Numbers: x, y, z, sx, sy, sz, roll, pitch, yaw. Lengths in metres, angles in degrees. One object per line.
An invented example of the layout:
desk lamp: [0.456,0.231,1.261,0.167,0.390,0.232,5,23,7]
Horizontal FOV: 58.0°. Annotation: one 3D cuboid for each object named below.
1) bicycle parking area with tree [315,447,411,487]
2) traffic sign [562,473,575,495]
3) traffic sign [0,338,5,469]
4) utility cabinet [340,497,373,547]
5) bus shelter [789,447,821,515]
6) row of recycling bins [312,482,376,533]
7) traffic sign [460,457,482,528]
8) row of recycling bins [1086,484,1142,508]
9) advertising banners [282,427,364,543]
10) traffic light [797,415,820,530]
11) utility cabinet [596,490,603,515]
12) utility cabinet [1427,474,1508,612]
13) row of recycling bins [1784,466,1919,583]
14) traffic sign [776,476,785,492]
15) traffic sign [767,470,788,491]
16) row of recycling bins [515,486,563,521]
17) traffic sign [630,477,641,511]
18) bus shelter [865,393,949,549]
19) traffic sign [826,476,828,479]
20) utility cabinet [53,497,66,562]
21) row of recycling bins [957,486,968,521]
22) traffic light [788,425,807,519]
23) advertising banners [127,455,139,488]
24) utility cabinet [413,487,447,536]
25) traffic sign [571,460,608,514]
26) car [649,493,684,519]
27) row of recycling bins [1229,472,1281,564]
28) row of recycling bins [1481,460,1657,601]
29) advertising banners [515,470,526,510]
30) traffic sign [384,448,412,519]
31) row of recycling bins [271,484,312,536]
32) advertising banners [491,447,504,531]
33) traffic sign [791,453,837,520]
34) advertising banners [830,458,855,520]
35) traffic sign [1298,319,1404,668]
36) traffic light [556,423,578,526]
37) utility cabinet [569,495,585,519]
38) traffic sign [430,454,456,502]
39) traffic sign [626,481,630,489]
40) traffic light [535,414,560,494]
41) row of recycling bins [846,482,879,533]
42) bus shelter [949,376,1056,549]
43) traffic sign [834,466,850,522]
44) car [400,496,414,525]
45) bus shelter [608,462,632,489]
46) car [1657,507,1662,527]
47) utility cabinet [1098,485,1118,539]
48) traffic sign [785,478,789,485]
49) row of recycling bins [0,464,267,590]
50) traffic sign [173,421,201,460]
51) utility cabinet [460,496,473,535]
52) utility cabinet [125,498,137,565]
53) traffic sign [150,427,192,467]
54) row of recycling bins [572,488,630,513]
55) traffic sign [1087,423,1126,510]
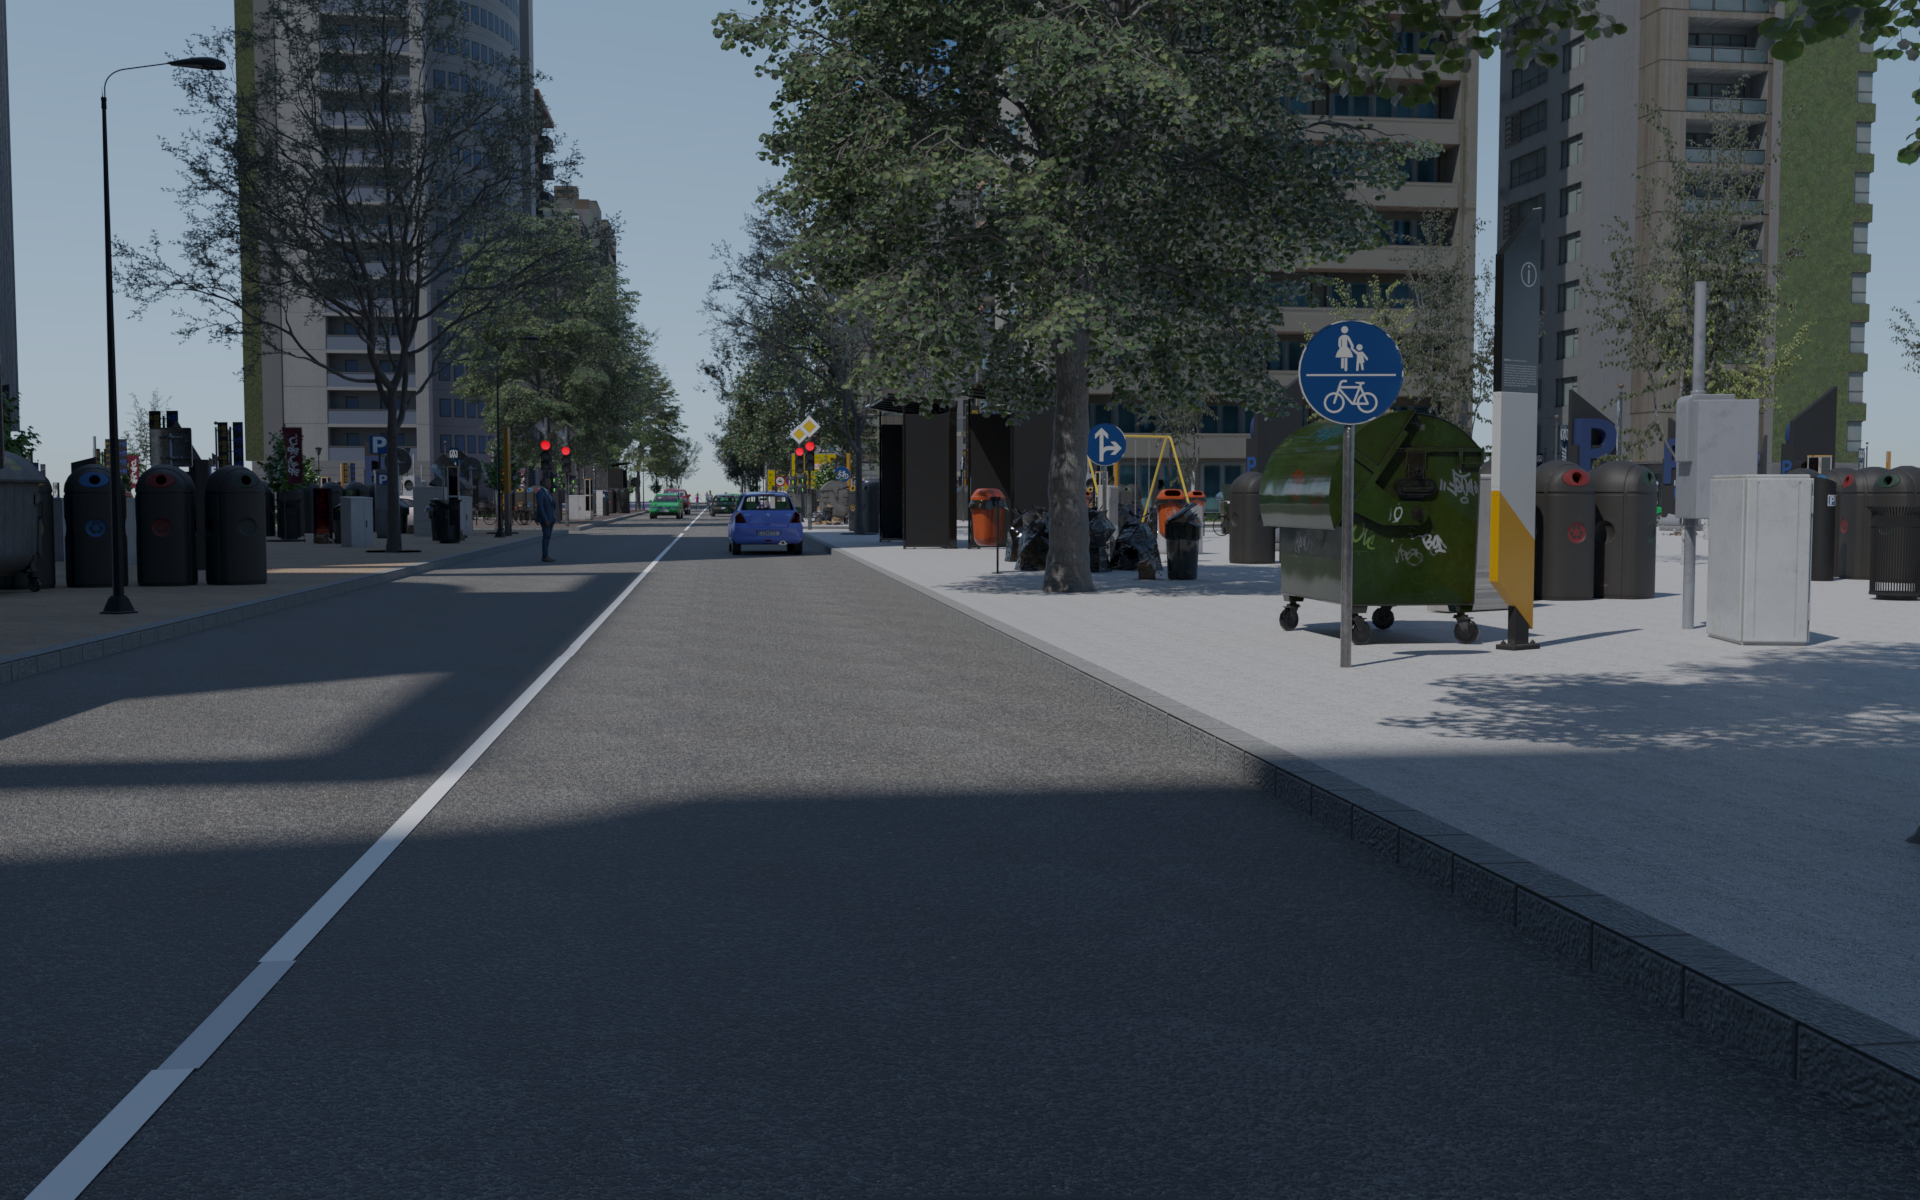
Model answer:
bicycle parking area with tree: [-36.779,-7.321,106.699,8.231,4.147,9.016,0,4,-1]
traffic sign: [-22.714,-6.147,100.617,0.768,2.556,0.104,0,4,-3]
traffic sign: [-10.830,-1.446,17.520,2.265,3.308,0.079,0,4,-1]
utility cabinet: [-14.688,-1.899,42.209,0.306,1.237,1.020,1,4,11]
bus shelter: [-10.512,-8.688,119.674,2.179,5.291,8.768,0,4,-8]
row of recycling bins: [-20.596,-3.108,57.932,1.069,1.692,3.534,3,4,36]
traffic sign: [-16.761,-3.626,59.387,0.768,2.556,0.104,0,4,-2]
row of recycling bins: [6.467,-4.039,73.148,1.069,1.692,3.534,-2,4,-30]
advertising banners: [-16.623,-2.998,45.210,2.074,3.025,0.090,0,4,-2]
traffic light: [-5.406,-4.471,62.025,0.839,4.253,0.868,0,4,-8]
utility cabinet: [-21.205,-5.758,102.826,0.318,1.500,1.173,-2,4,-34]
utility cabinet: [5.644,-0.628,18.953,1.173,1.500,0.318,-2,4,-34]
row of recycling bins: [13.686,-1.189,26.557,1.069,1.692,3.534,0,4,-4]
traffic sign: [-12.379,-7.287,119.254,0.768,2.556,0.104,0,4,-2]
traffic sign: [-14.877,-9.187,144.086,2.265,3.308,0.079,0,4,-5]
row of recycling bins: [-20.438,-4.709,84.106,1.069,1.692,3.534,-3,5,-44]
traffic sign: [-24.195,-7.898,129.232,0.768,2.556,0.104,0,4,-5]
bus shelter: [-1.247,-3.187,43.388,1.731,3.624,6.357,0,4,-8]
traffic sign: [-6.430,-5.039,82.494,0.768,2.556,0.104,0,4,-3]
utility cabinet: [-17.404,-1.347,33.188,1.020,1.237,0.306,2,4,27]
row of recycling bins: [0.255,-4.741,84.625,1.069,1.692,3.534,-1,4,-10]
traffic light: [-6.503,-4.955,69.935,0.839,4.253,0.868,0,4,-8]
advertising banners: [-36.333,-4.990,77.777,2.074,3.025,0.090,0,4,1]
utility cabinet: [-16.020,-2.681,52.515,1.173,1.500,0.318,2,4,26]
traffic sign: [-22.457,-6.786,104.820,2.265,3.308,0.079,0,4,-6]
car: [-17.090,-5.631,100.855,1.959,1.807,4.718,0,4,-6]
row of recycling bins: [6.766,-1.521,31.974,3.534,1.692,1.069,0,4,-1]
row of recycling bins: [6.860,-0.845,20.927,3.534,1.692,1.069,-1,4,-22]
advertising banners: [-32.529,-7.945,126.091,2.074,3.025,0.090,1,4,9]
traffic sign: [-15.547,-2.925,47.923,0.768,2.556,0.104,0,4,1]
row of recycling bins: [-21.717,-2.779,52.557,3.534,1.692,1.069,0,4,-5]
advertising banners: [-16.202,-3.941,60.616,0.090,3.025,2.074,-2,4,-25]
traffic sign: [-7.265,-5.644,86.148,2.265,3.308,0.079,0,4,-3]
advertising banners: [-5.706,-5.399,84.455,0.090,3.025,2.074,2,4,33]
traffic sign: [2.856,-0.773,12.747,0.768,2.556,0.104,0,4,2]
traffic light: [-15.575,-4.877,68.665,0.839,4.253,0.868,0,4,-8]
utility cabinet: [-19.567,-4.736,88.602,1.020,1.237,0.306,1,4,13]
traffic sign: [-14.702,-2.946,49.346,0.795,2.450,0.064,0,4,-2]
traffic sign: [-25.851,-8.075,134.158,0.606,2.300,0.079,0,4,-7]
traffic light: [-14.478,-4.394,60.755,0.839,4.253,0.868,0,4,-8]
row of recycling bins: [-3.063,-3.160,58.780,1.069,1.692,3.534,-1,4,-13]
bus shelter: [1.091,-2.812,37.267,1.731,3.624,6.357,0,4,-8]
traffic sign: [-5.379,-4.823,78.958,0.768,2.556,0.104,0,4,0]
car: [-20.817,-3.117,63.324,4.827,1.381,2.083,0,4,-8]
bus shelter: [-25.489,-8.435,129.189,1.731,3.624,6.357,0,4,-8]
car: [26.590,-3.738,69.914,4.718,1.807,1.959,-1,4,-8]
utility cabinet: [3.677,-2.093,42.892,0.318,1.500,1.173,1,4,16]
traffic sign: [-11.052,-6.914,113.148,0.768,2.556,0.104,0,4,-6]
row of recycling bins: [-11.580,-1.041,24.129,3.534,1.692,1.069,-2,4,-25]
traffic sign: [-13.914,-1.885,30.826,0.884,2.594,0.081,0,4,-6]
utility cabinet: [-15.575,-2.614,53.897,0.306,1.237,1.020,1,4,18]
utility cabinet: [-15.362,-1.229,31.248,1.020,1.237,0.306,-3,5,-42]
traffic sign: [-12.103,-1.497,26.611,0.606,2.300,0.079,0,4,-6]
row of recycling bins: [-23.647,-6.588,114.831,3.534,1.692,1.069,0,4,-2]
traffic sign: [2.605,-1.903,31.214,0.768,2.556,0.104,0,4,-1]
